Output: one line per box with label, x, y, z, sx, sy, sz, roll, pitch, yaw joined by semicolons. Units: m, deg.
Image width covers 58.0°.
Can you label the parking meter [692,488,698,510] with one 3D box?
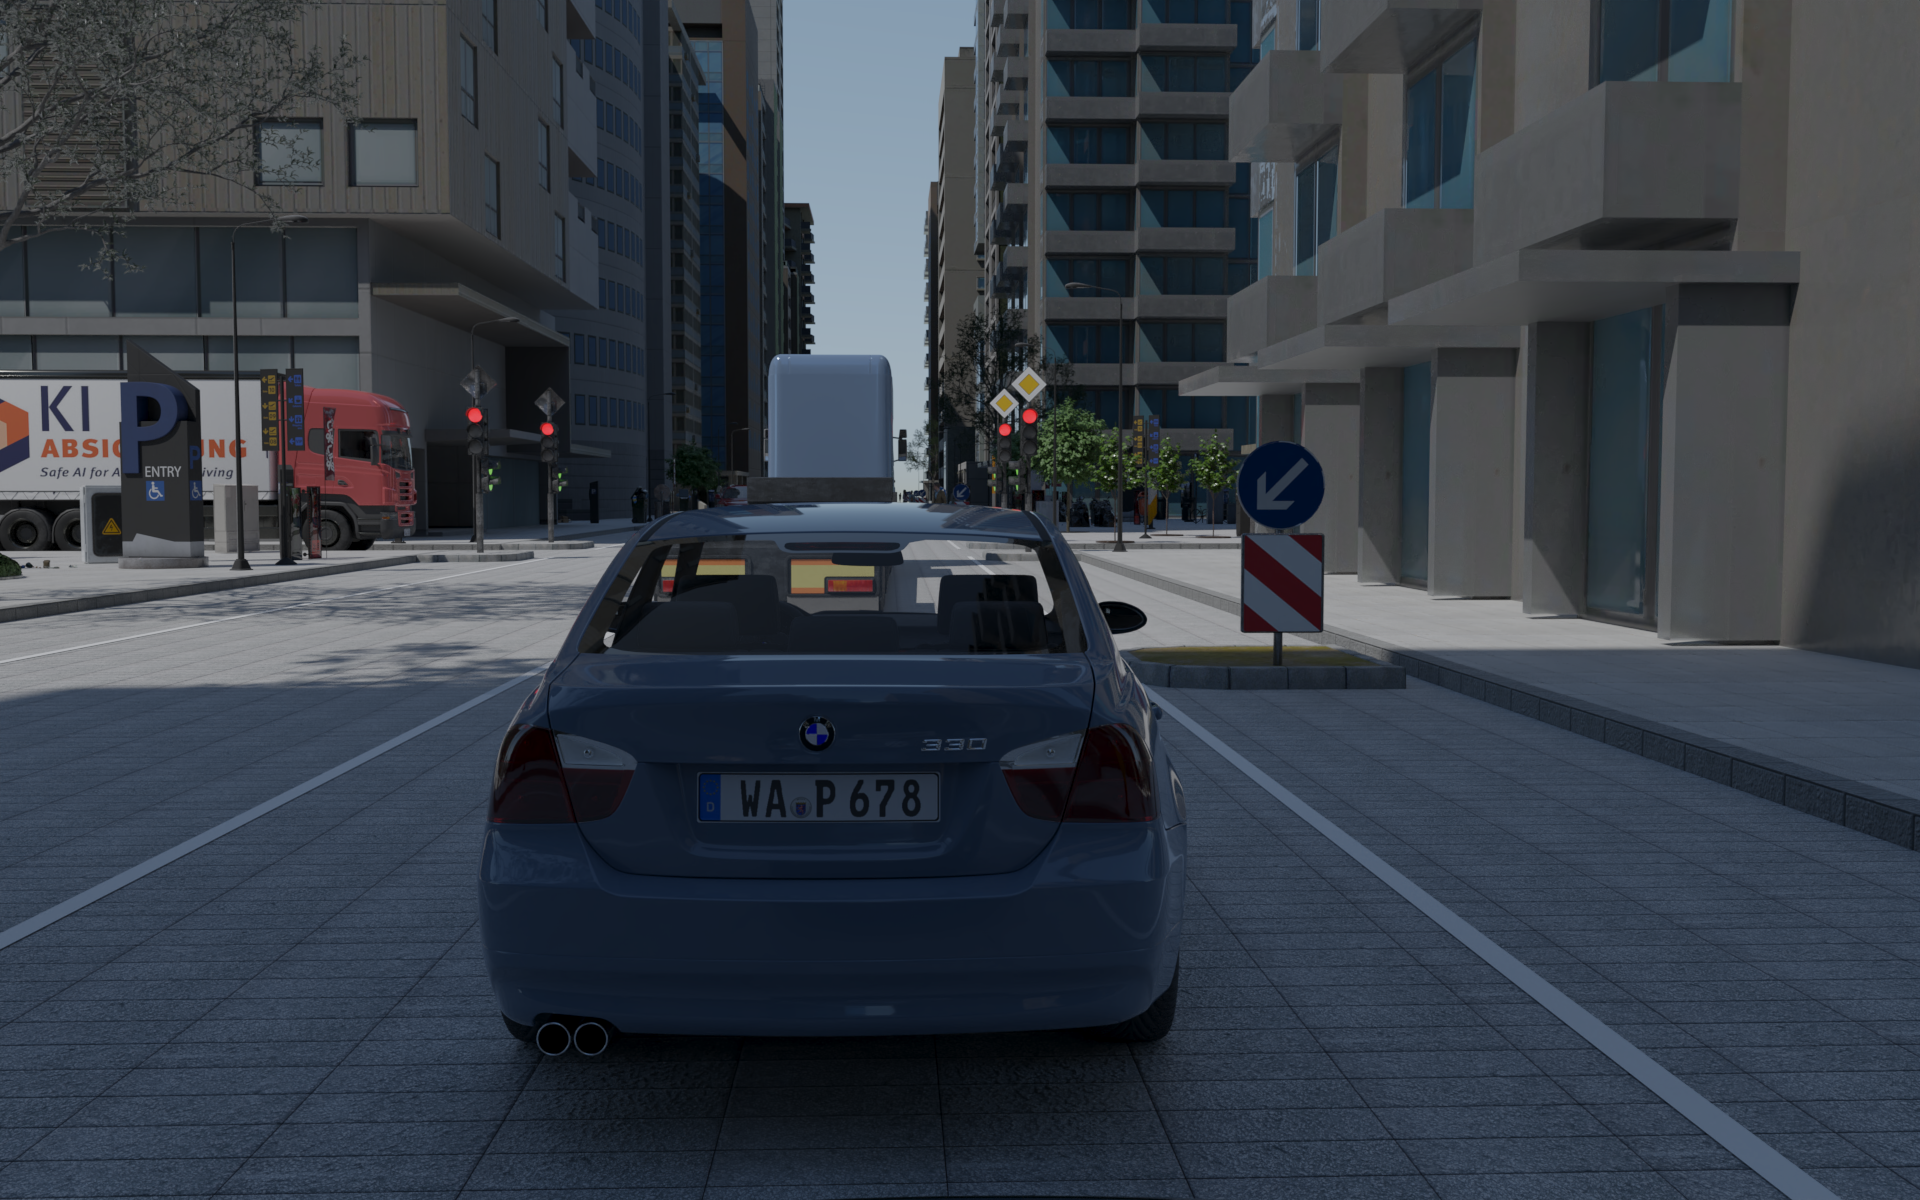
parking meter;-17.122;-6.487;111.768;0.255;1.863;0.399;-3;4;-37

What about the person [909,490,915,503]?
person;-3.373;-6.853;121.542;0.512;1.701;0.522;0;4;0

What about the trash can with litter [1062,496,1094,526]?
trash can with litter;4.986;-3.649;70.718;1.678;1.210;2.233;0;4;3

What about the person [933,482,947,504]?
person;-0.736;-3.088;58.899;0.656;1.842;0.836;1;4;16

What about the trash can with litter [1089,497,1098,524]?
trash can with litter;6.033;-3.822;73.881;1.055;1.170;0.624;0;4;-1

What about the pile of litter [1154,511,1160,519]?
pile of litter;9.598;-4.543;88.235;1.719;0.858;1.176;-3;4;-37

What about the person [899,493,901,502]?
person;-8.661;-14.707;250.427;0.415;1.643;0.593;1;4;20

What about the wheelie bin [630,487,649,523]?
wheelie bin;-14.026;-4.161;75.937;0.693;1.594;0.980;0;4;4

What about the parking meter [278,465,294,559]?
parking meter;-13.285;-1.741;34.173;0.255;1.863;0.399;-2;4;-29

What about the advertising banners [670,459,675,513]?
advertising banners;-14.102;-5.429;84.960;0.090;3.025;2.074;0;4;-1

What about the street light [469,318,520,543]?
street light;-12.277;-4.474;45.699;1.470;5.913;1.316;0;4;-2

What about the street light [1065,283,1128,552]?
street light;3.008;-4.020;38.262;1.470;5.913;1.316;0;4;-2

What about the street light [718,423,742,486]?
street light;-15.130;-8.563;112.548;1.470;5.913;1.316;0;4;-2

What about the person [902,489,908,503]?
person;-3.892;-6.759;119.603;0.643;1.750;0.593;1;4;8

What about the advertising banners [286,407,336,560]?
advertising banners;-12.786;-2.325;34.200;0.090;3.025;2.074;0;4;7

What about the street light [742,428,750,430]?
street light;-15.538;-9.164;122.365;1.470;5.913;1.316;0;4;-2

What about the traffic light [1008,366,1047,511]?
traffic light;1.495;-3.015;38.211;0.839;4.253;0.868;0;4;-2

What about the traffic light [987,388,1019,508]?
traffic light;1.160;-3.503;46.189;0.839;4.253;0.868;0;4;-2

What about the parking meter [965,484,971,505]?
parking meter;0.458;-5.750;99.726;0.255;1.863;0.399;-1;4;-10

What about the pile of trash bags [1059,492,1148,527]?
pile of trash bags;5.808;-3.532;67.505;3.447;1.369;1.912;1;4;11

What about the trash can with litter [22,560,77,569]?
trash can with litter;-16.341;-1.131;29.544;2.233;1.210;1.678;-2;4;-24

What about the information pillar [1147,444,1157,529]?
information pillar;7.015;-4.390;63.139;0.183;3.616;0.504;3;4;38

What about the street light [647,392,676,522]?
street light;-13.683;-6.528;79.276;1.470;5.913;1.316;0;4;-2

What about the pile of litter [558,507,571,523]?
pile of litter;-17.895;-3.879;77.380;1.176;0.858;1.719;2;4;27

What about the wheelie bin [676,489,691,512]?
wheelie bin;-18.240;-6.500;114.184;0.980;1.594;0.693;-1;4;-14

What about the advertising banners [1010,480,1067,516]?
advertising banners;2.884;-4.180;64.527;2.074;3.025;0.090;0;4;-1

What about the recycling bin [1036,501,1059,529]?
recycling bin;3.111;-3.009;61.748;0.722;1.027;0.722;0;4;-7

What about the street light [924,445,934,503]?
street light;-2.359;-11.652;163.058;1.470;5.913;1.316;0;4;-2

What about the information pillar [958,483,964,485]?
information pillar;0.067;-6.504;110.832;0.304;2.012;0.304;2;4;33

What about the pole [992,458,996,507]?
pole;1.819;-6.040;92.589;0.158;3.312;0.155;0;3;0

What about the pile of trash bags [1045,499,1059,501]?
pile of trash bags;3.731;-4.311;80.244;1.912;1.369;3.447;-1;4;-18

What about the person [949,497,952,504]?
person;-0.472;-4.642;88.652;0.590;1.304;0.306;-3;5;-43

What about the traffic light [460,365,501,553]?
traffic light;-10.455;-2.983;37.695;0.839;4.253;0.868;0;4;-2

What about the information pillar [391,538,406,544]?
information pillar;-14.480;-3.266;44.750;0.504;3.616;0.183;1;4;22

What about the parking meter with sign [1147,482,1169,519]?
parking meter with sign;9.969;-5.727;89.899;1.738;3.016;0.543;-1;4;-15

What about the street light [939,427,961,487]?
street light;-0.500;-9.060;120.677;1.470;5.913;1.316;0;4;-2

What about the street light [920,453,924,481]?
street light;-3.734;-13.723;196.913;1.470;5.913;1.316;0;4;-2

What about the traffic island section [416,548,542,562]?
traffic island section;-10.495;-0.951;37.828;2.009;0.180;2.903;0;4;-2

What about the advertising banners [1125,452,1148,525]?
advertising banners;7.405;-4.648;72.180;0.090;3.025;2.074;-2;4;-26

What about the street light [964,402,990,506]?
street light;0.917;-7.008;87.123;1.470;5.913;1.316;0;4;-2

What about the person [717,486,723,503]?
person;-10.504;-4.144;76.429;0.526;1.800;0.537;1;4;23

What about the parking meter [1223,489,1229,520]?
parking meter;13.015;-4.688;85.061;0.372;1.533;0.369;0;3;0

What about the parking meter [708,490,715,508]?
parking meter;-14.724;-5.767;102.704;0.372;1.533;0.369;0;3;0

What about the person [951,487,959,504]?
person;-0.233;-4.602;84.290;0.362;1.759;0.519;2;4;27

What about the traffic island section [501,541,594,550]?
traffic island section;-10.831;-1.439;45.806;2.009;0.180;2.903;0;4;-2

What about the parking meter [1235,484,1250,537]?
parking meter;8.550;-2.852;52.335;0.399;1.863;0.255;-1;4;-19

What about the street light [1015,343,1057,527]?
street light;2.386;-4.943;53.361;1.470;5.913;1.316;0;4;-2

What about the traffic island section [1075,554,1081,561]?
traffic island section;1.536;-0.981;38.327;2.009;0.180;2.903;0;4;-2

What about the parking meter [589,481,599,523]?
parking meter;-16.003;-4.282;75.717;0.399;1.863;0.255;0;4;-1

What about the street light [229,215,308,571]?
street light;-11.552;-3.452;28.980;1.470;5.913;1.316;0;4;-2

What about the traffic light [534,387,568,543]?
traffic light;-10.790;-3.471;45.673;0.839;4.253;0.868;0;4;-2
